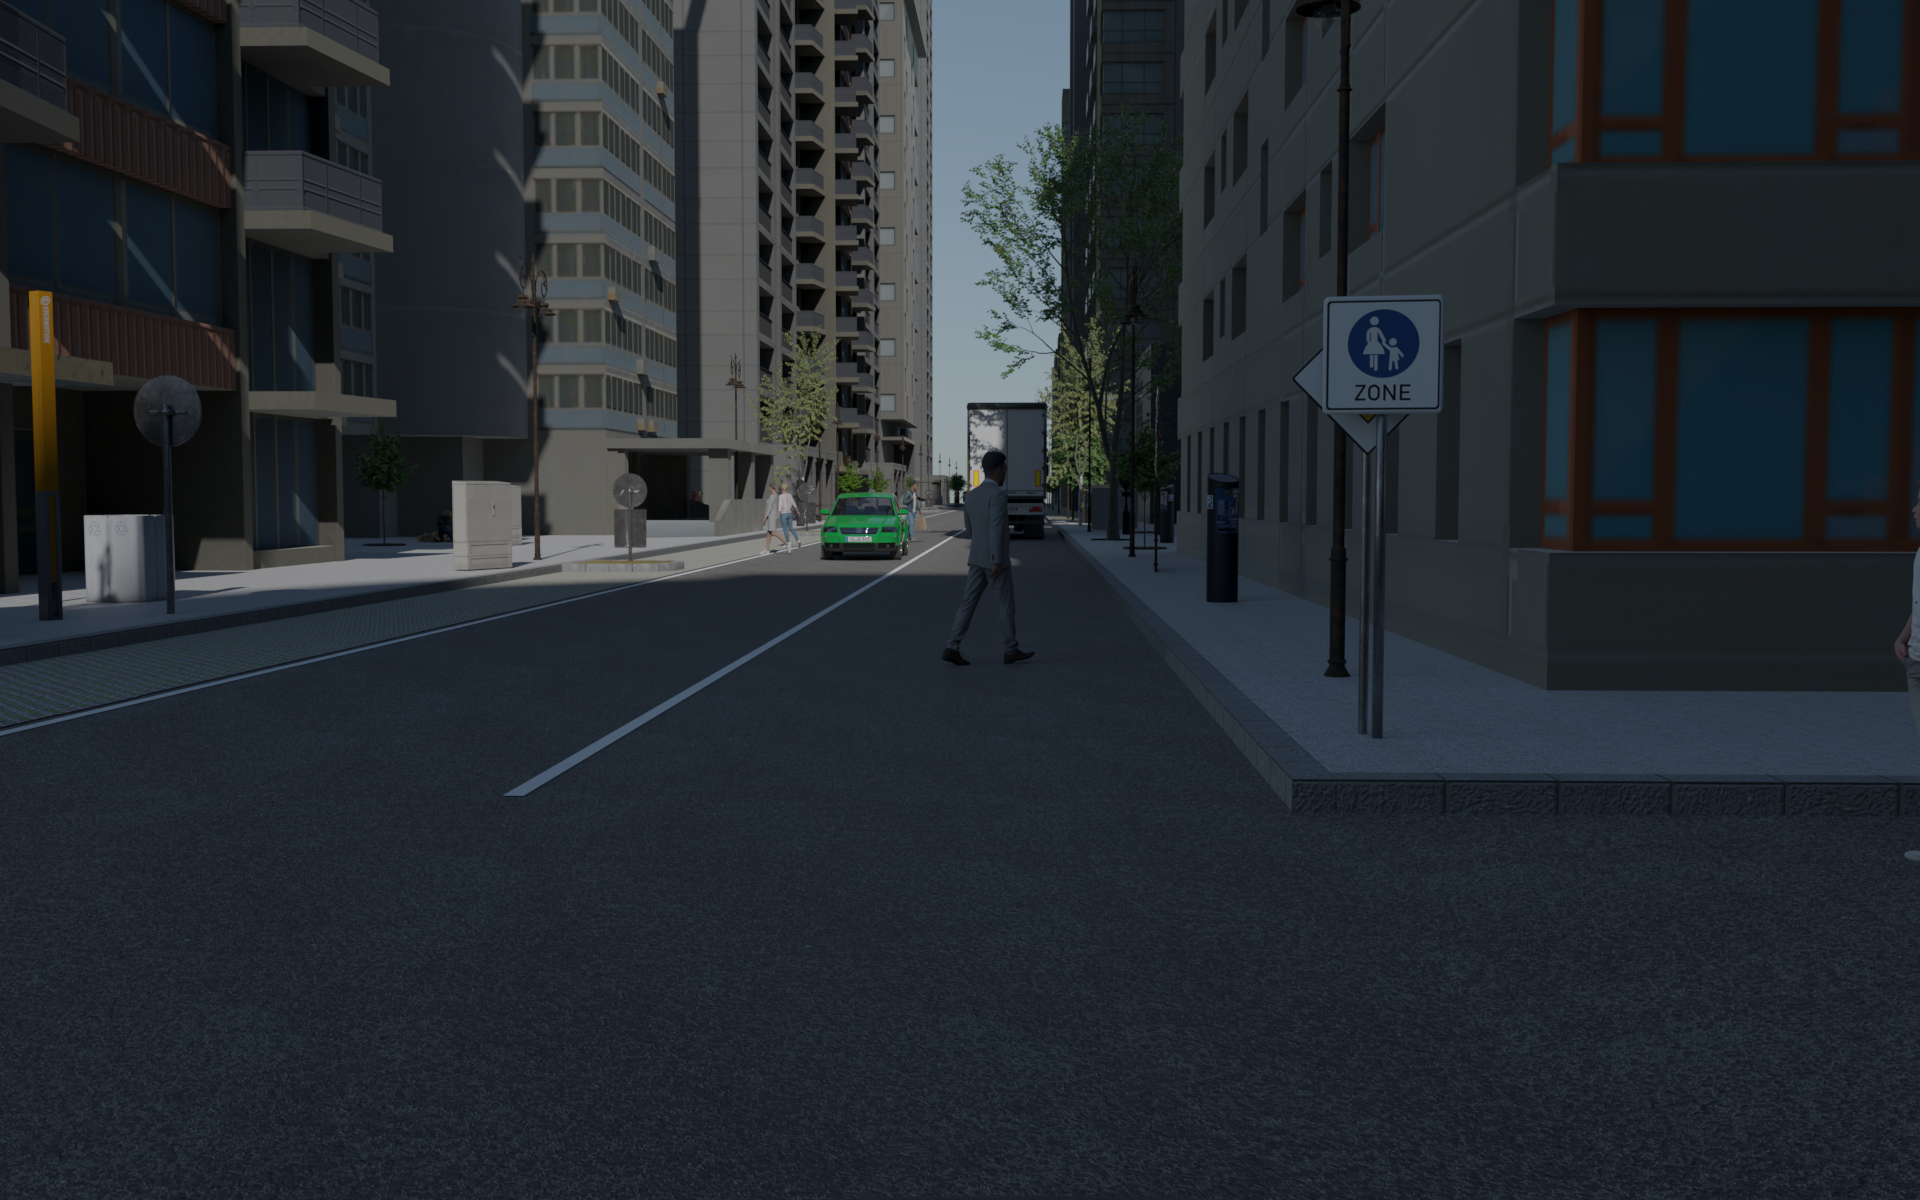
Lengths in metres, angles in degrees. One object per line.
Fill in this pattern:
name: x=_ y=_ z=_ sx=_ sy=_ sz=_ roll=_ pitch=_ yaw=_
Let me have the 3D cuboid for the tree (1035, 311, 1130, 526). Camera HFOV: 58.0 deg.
tree: x=4.909 y=-7.346 z=70.463 sx=4.737 sy=8.622 sz=4.395 roll=0 pitch=3 yaw=0

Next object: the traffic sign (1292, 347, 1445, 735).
traffic sign: x=2.150 y=-0.340 z=9.195 sx=0.795 sy=2.450 sz=0.064 roll=0 pitch=4 yaw=2

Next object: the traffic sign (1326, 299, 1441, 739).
traffic sign: x=2.192 y=-0.422 z=9.033 sx=0.606 sy=2.300 sz=0.079 roll=1 pitch=4 yaw=10

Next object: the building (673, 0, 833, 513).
building: x=-15.022 y=-43.158 z=143.892 sx=20.563 sy=71.187 sz=20.611 roll=0 pitch=4 yaw=2

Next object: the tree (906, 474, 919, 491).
tree: x=-4.513 y=-10.164 z=160.781 sx=1.663 sy=3.219 sz=1.824 roll=0 pitch=3 yaw=0

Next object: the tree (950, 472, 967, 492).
tree: x=-0.436 y=-15.968 z=244.792 sx=4.285 sy=4.588 sz=4.351 roll=0 pitch=3 yaw=0

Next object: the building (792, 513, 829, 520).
building: x=-17.600 y=-40.121 z=94.223 sx=20.563 sy=71.187 sz=20.611 roll=0 pitch=4 yaw=2

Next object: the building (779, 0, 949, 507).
building: x=-11.872 y=-48.451 z=230.423 sx=20.563 sy=71.187 sz=20.611 roll=0 pitch=4 yaw=2

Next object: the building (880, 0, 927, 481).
building: x=-18.426 y=-36.306 z=182.844 sx=28.713 sy=52.752 sz=27.495 roll=0 pitch=4 yaw=2

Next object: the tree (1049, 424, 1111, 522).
tree: x=5.563 y=-5.861 z=79.536 sx=4.285 sy=4.588 sz=4.351 roll=0 pitch=3 yaw=0

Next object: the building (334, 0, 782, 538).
building: x=-23.062 y=-22.423 z=58.491 sx=32.217 sy=40.220 sz=23.993 roll=0 pitch=4 yaw=2

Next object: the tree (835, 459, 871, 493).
tree: x=-6.127 y=-6.152 z=95.187 sx=1.663 sy=3.219 sz=1.824 roll=0 pitch=3 yaw=0

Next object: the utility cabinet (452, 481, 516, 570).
utility cabinet: x=-8.080 y=-1.265 z=29.355 sx=0.318 sy=1.500 sz=1.173 roll=1 pitch=4 yaw=23

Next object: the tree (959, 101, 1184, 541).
tree: x=4.103 y=-7.445 z=47.478 sx=9.928 sy=11.665 sz=9.643 roll=0 pitch=3 yaw=0

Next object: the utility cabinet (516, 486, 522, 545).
utility cabinet: x=-11.300 y=-2.087 z=42.802 sx=0.318 sy=1.500 sz=1.173 roll=1 pitch=4 yaw=21

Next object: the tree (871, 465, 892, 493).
tree: x=-5.234 y=-7.275 z=113.540 sx=1.663 sy=3.219 sz=1.824 roll=0 pitch=3 yaw=0

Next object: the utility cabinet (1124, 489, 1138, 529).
utility cabinet: x=5.936 y=-3.364 z=63.688 sx=1.173 sy=1.500 sz=0.318 roll=2 pitch=4 yaw=27

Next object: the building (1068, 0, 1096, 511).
building: x=19.589 y=-36.801 z=143.699 sx=21.231 sy=58.520 sz=28.212 roll=0 pitch=4 yaw=2

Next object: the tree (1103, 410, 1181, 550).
tree: x=4.421 y=-2.792 z=40.253 sx=1.663 sy=3.219 sz=1.824 roll=0 pitch=3 yaw=0

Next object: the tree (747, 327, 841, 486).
tree: x=-7.000 y=-7.655 z=75.518 sx=4.737 sy=8.622 sz=4.395 roll=0 pitch=3 yaw=0

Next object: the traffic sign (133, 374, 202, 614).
traffic sign: x=-8.451 y=-1.123 z=18.471 sx=0.768 sy=2.556 sz=0.104 roll=0 pitch=4 yaw=6

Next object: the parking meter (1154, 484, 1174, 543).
parking meter: x=5.432 y=-2.264 z=45.431 sx=0.372 sy=1.533 sz=0.369 roll=0 pitch=3 yaw=0

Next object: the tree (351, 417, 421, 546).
tree: x=-14.208 y=-2.963 z=43.039 sx=1.663 sy=3.219 sz=1.824 roll=0 pitch=3 yaw=0

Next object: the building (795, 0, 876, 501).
building: x=-17.558 y=-28.468 z=120.083 sx=22.147 sy=44.769 sz=28.867 roll=0 pitch=4 yaw=2

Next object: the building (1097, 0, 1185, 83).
building: x=14.258 y=-25.006 z=92.450 sx=14.154 sy=41.232 sz=14.086 roll=0 pitch=4 yaw=2

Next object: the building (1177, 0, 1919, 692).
building: x=18.787 y=-10.940 z=23.904 sx=28.899 sy=21.520 sz=27.650 roll=0 pitch=4 yaw=2

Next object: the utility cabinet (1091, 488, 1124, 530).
utility cabinet: x=5.189 y=-3.226 z=61.417 sx=0.318 sy=1.500 sz=1.173 roll=-3 pitch=5 yaw=-41

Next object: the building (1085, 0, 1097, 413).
building: x=19.742 y=-30.280 z=114.683 sx=23.786 sy=49.044 sz=30.456 roll=0 pitch=4 yaw=2

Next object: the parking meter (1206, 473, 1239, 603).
parking meter: x=3.120 y=-0.744 z=20.573 sx=0.372 sy=1.533 sz=0.369 roll=0 pitch=3 yaw=0

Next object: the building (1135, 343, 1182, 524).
building: x=19.130 y=-46.101 z=66.425 sx=22.319 sy=86.520 sz=31.000 roll=0 pitch=4 yaw=2

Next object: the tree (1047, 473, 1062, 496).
tree: x=8.293 y=-9.828 z=155.288 sx=1.663 sy=3.219 sz=1.824 roll=0 pitch=3 yaw=0

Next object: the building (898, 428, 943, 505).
building: x=-18.531 y=-31.643 z=209.238 sx=32.217 sy=40.220 sz=23.993 roll=0 pitch=4 yaw=2

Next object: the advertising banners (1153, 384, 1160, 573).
advertising banners: x=3.248 y=-1.984 z=28.618 sx=0.090 sy=3.025 sz=2.074 roll=0 pitch=4 yaw=6

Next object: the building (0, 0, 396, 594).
building: x=-21.726 y=-22.586 z=23.912 sx=22.147 sy=44.769 sz=28.867 roll=0 pitch=4 yaw=2

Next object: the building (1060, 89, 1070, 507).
building: x=17.354 y=-30.238 z=177.983 sx=14.154 sy=41.232 sz=14.086 roll=0 pitch=4 yaw=2

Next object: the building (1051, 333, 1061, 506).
building: x=24.942 y=-21.696 z=199.768 sx=27.650 sy=21.520 sz=28.899 roll=0 pitch=4 yaw=2

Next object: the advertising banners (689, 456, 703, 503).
advertising banners: x=-11.713 y=-4.900 z=76.310 sx=0.090 sy=3.025 sz=2.074 roll=1 pitch=4 yaw=11
